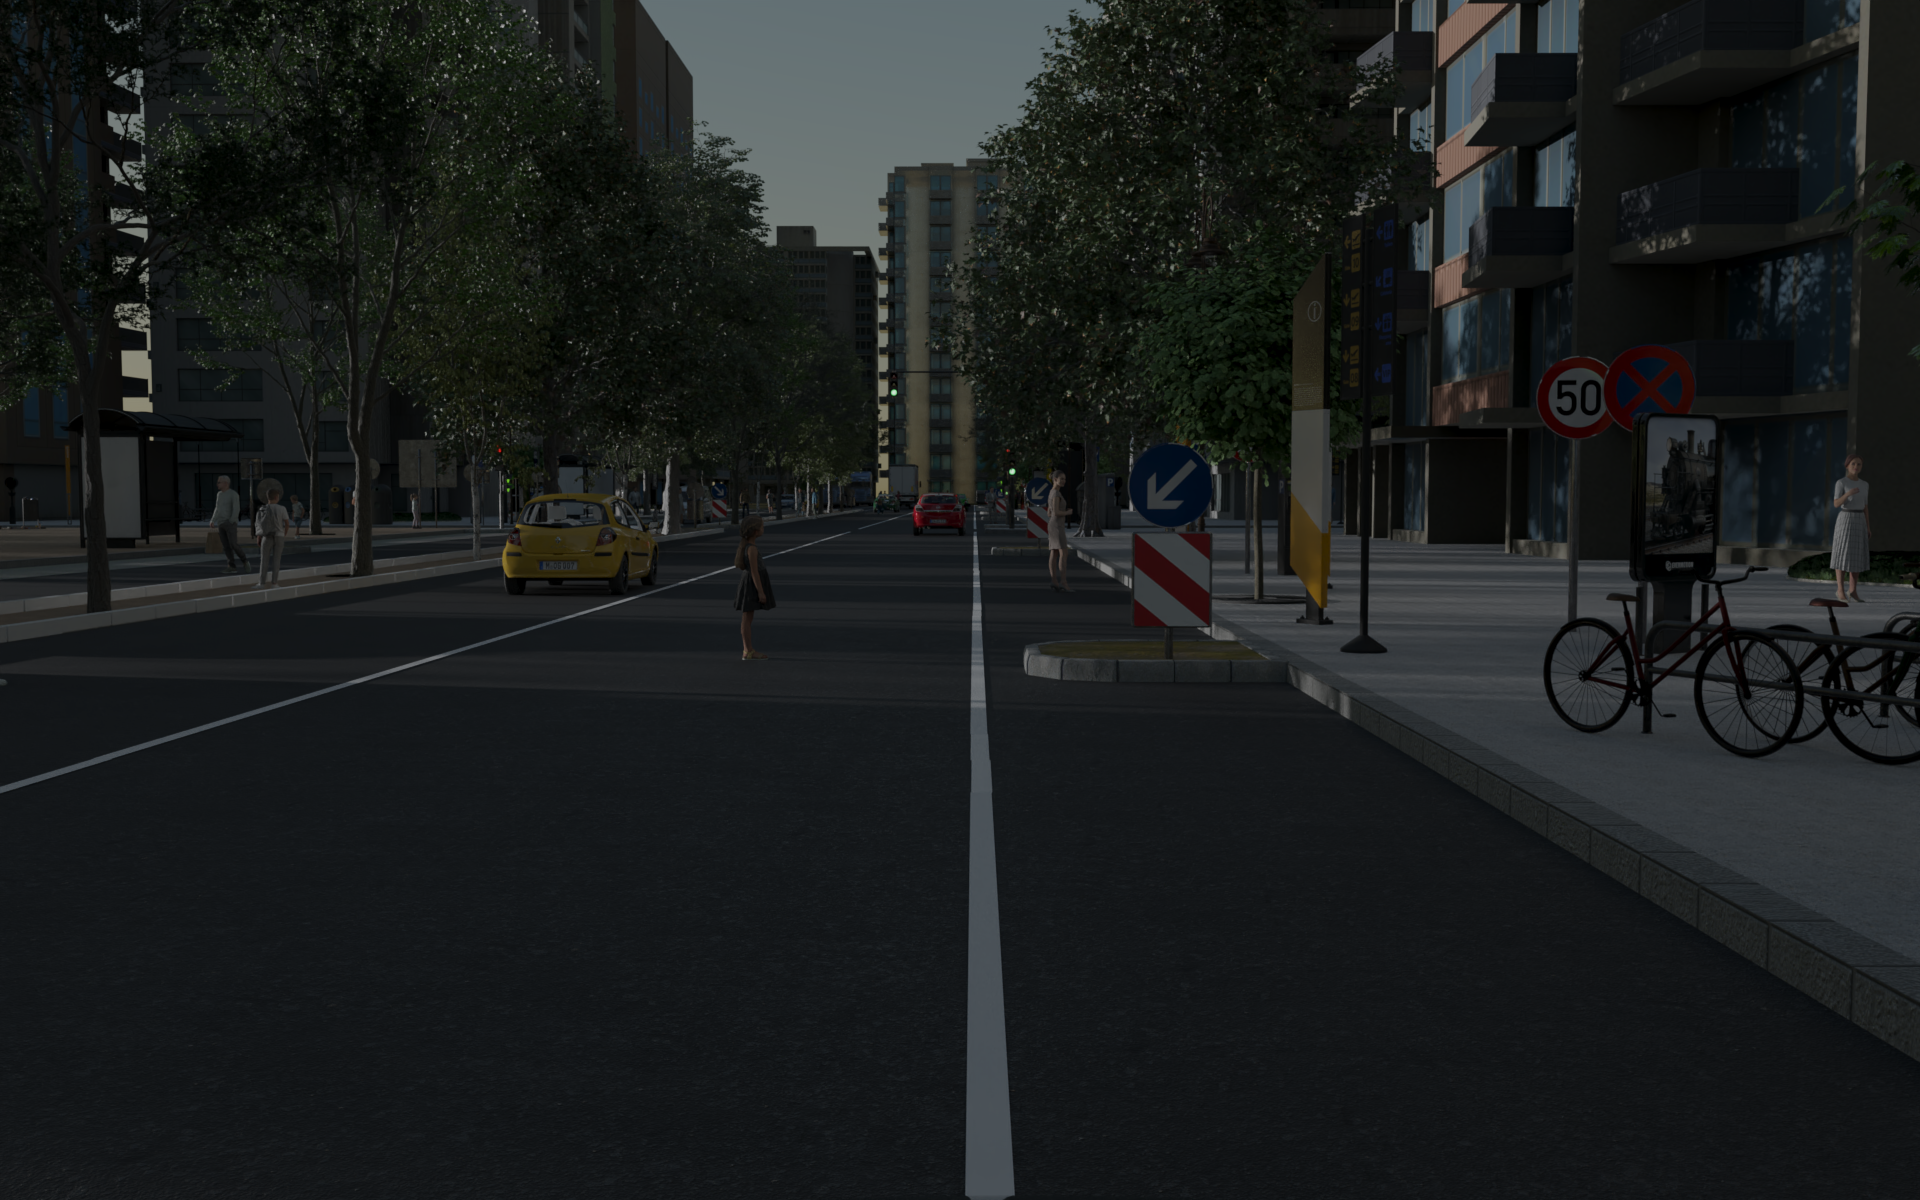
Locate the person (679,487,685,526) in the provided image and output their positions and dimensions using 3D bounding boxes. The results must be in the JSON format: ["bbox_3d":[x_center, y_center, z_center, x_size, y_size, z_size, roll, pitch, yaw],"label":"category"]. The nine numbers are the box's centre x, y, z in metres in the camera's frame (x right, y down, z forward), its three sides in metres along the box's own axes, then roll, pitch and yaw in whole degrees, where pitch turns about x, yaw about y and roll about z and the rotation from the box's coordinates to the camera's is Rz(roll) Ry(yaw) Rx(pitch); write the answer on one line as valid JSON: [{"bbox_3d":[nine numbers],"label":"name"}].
[{"bbox_3d":[-12.526,-4.164,77.331,0.466,1.731,0.760,0,4,7],"label":"person"}]

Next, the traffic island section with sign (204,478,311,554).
[{"bbox_3d":[-16.874,-2.034,41.878,1.989,1.847,2.006,0,4,0],"label":"traffic island section with sign"}]

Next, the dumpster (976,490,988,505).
[{"bbox_3d":[2.840,-12.022,204.774,1.865,1.857,1.264,0,4,-1],"label":"dumpster"}]

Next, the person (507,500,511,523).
[{"bbox_3d":[-20.428,-4.079,77.754,0.505,1.210,0.382,-1,4,-22],"label":"person"}]

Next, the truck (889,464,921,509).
[{"bbox_3d":[-5.342,-10.944,167.854,2.839,4.237,11.283,0,4,1],"label":"truck"}]

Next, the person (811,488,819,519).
[{"bbox_3d":[-8.220,-5.476,98.379,0.444,1.785,0.601,0,4,4],"label":"person"}]

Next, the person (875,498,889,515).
[{"bbox_3d":[-5.311,-6.330,117.501,1.012,1.151,0.738,0,4,-3],"label":"person"}]

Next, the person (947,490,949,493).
[{"bbox_3d":[-1.260,-10.201,175.268,1.348,1.826,0.705,2,4,27],"label":"person"}]

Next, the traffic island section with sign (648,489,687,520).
[{"bbox_3d":[-16.400,-5.425,97.333,1.989,1.847,2.006,0,4,0],"label":"traffic island section with sign"}]

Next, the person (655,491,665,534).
[{"bbox_3d":[-10.424,-3.243,61.367,0.795,1.843,0.661,-1,4,-22],"label":"person"}]

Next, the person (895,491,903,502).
[{"bbox_3d":[-5.770,-9.244,160.363,1.217,1.743,0.721,3,4,36],"label":"person"}]

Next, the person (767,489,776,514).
[{"bbox_3d":[-13.798,-7.208,126.714,0.716,1.782,0.532,-1,4,-14],"label":"person"}]

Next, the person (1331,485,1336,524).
[{"bbox_3d":[15.884,-4.171,74.259,0.654,1.822,0.581,-3,4,-38],"label":"person"}]

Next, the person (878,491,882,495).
[{"bbox_3d":[-7.643,-9.644,166.855,0.551,1.740,0.621,2,4,24],"label":"person"}]

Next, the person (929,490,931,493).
[{"bbox_3d":[-3.050,-10.189,175.109,1.348,1.822,0.705,-2,4,-27],"label":"person"}]

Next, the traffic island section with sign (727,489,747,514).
[{"bbox_3d":[-16.181,-7.074,124.287,1.989,1.847,2.006,0,4,0],"label":"traffic island section with sign"}]

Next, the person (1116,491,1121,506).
[{"bbox_3d":[10.433,-6.651,114.969,0.590,1.801,0.661,-1,4,-14],"label":"person"}]

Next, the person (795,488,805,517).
[{"bbox_3d":[-9.785,-6.000,106.586,0.794,1.824,0.713,1,4,20],"label":"person"}]

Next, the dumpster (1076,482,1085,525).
[{"bbox_3d":[5.479,-4.048,71.946,1.264,1.857,1.865,0,4,1],"label":"dumpster"}]

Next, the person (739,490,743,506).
[{"bbox_3d":[-23.836,-11.173,189.164,0.568,1.767,0.683,-2,4,-32],"label":"person"}]

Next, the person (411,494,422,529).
[{"bbox_3d":[-20.032,-3.272,63.812,0.394,1.301,0.425,-2,4,-25],"label":"person"}]

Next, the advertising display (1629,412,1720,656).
[{"bbox_3d":[5.740,-0.532,13.919,0.974,1.923,0.123,-2,4,-33],"label":"advertising display"}]

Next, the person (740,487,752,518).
[{"bbox_3d":[-12.725,-5.790,103.071,0.656,1.842,0.836,-2,4,-32],"label":"person"}]

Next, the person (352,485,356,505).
[{"bbox_3d":[-20.408,-3.167,58.825,0.512,1.701,0.522,2,4,23],"label":"person"}]

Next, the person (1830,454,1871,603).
[{"bbox_3d":[10.572,-0.847,20.455,0.480,1.755,0.524,-1,4,-12],"label":"person"}]

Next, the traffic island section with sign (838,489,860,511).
[{"bbox_3d":[-9.273,-8.492,146.982,2.006,1.907,1.989,0,4,0],"label":"traffic island section with sign"}]

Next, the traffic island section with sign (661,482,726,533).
[{"bbox_3d":[-9.955,-3.444,64.439,2.006,1.907,1.989,0,4,0],"label":"traffic island section with sign"}]

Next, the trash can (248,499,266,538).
[{"bbox_3d":[-20.652,-2.419,51.199,0.748,1.137,0.748,0,3,0],"label":"trash can"}]

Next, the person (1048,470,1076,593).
[{"bbox_3d":[1.475,-1.010,25.360,0.374,1.781,0.599,0,4,-7],"label":"person"}]

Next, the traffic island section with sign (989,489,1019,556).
[{"bbox_3d":[1.753,-1.986,41.097,1.989,1.847,2.006,0,4,0],"label":"traffic island section with sign"}]

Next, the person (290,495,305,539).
[{"bbox_3d":[-18.995,-2.382,49.668,0.352,1.250,0.332,-2,4,-33],"label":"person"}]

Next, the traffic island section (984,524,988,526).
[{"bbox_3d":[2.000,-3.046,72.088,2.009,0.180,2.903,0,4,0],"label":"traffic island section"}]

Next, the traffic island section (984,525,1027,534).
[{"bbox_3d":[1.934,-2.558,64.103,2.009,0.180,2.903,0,4,0],"label":"traffic island section"}]

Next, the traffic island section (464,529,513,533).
[{"bbox_3d":[-17.007,-2.568,64.263,2.009,0.180,2.903,0,4,0],"label":"traffic island section"}]

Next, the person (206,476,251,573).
[{"bbox_3d":[-13.339,-1.377,31.495,0.782,1.767,0.515,2,4,29],"label":"person"}]

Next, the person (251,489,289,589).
[{"bbox_3d":[-10.370,-0.913,26.015,0.523,1.515,0.503,3,5,39],"label":"person"}]

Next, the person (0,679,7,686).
[{"bbox_3d":[-7.503,-0.217,12.804,0.760,1.731,0.466,-2,4,-24],"label":"person"}]

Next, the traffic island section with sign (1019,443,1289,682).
[{"bbox_3d":[1.527,-0.337,14.142,1.989,1.847,2.006,0,4,0],"label":"traffic island section with sign"}]

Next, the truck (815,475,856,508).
[{"bbox_3d":[-12.752,-11.612,179.610,2.967,4.110,18.799,0,4,1],"label":"truck"}]

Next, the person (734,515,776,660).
[{"bbox_3d":[-1.782,-0.116,15.059,0.373,1.253,0.362,-1,4,-9],"label":"person"}]

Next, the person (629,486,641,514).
[{"bbox_3d":[-16.991,-5.024,90.486,0.661,1.843,0.795,-2,4,-24],"label":"person"}]

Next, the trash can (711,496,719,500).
[{"bbox_3d":[-18.251,-7.167,128.837,0.748,1.137,0.748,0,3,0],"label":"trash can"}]

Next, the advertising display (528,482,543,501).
[{"bbox_3d":[-18.843,-4.427,77.602,0.974,1.923,0.123,-3,4,-36],"label":"advertising display"}]

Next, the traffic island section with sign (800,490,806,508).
[{"bbox_3d":[-15.772,-10.115,174.001,1.989,1.847,2.006,0,4,0],"label":"traffic island section with sign"}]

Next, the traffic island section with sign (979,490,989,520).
[{"bbox_3d":[2.203,-5.398,96.885,1.989,1.847,2.006,0,4,0],"label":"traffic island section with sign"}]

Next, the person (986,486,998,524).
[{"bbox_3d":[1.580,-4.565,83.342,0.606,1.804,0.583,-2,4,-35],"label":"person"}]

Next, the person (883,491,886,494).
[{"bbox_3d":[-8.320,-11.221,191.979,1.348,1.822,0.705,0,4,5],"label":"person"}]

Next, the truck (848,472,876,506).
[{"bbox_3d":[-11.588,-13.626,212.539,2.967,4.110,18.799,0,4,1],"label":"truck"}]

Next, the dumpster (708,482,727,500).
[{"bbox_3d":[-19.439,-8.270,137.713,1.502,2.255,1.985,0,4,1],"label":"dumpster"}]

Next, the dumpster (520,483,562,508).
[{"bbox_3d":[-19.248,-4.714,79.563,1.502,2.255,1.985,0,4,1],"label":"dumpster"}]

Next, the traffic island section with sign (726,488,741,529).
[{"bbox_3d":[-9.884,-3.897,71.846,2.006,1.907,1.989,0,4,0],"label":"traffic island section with sign"}]
